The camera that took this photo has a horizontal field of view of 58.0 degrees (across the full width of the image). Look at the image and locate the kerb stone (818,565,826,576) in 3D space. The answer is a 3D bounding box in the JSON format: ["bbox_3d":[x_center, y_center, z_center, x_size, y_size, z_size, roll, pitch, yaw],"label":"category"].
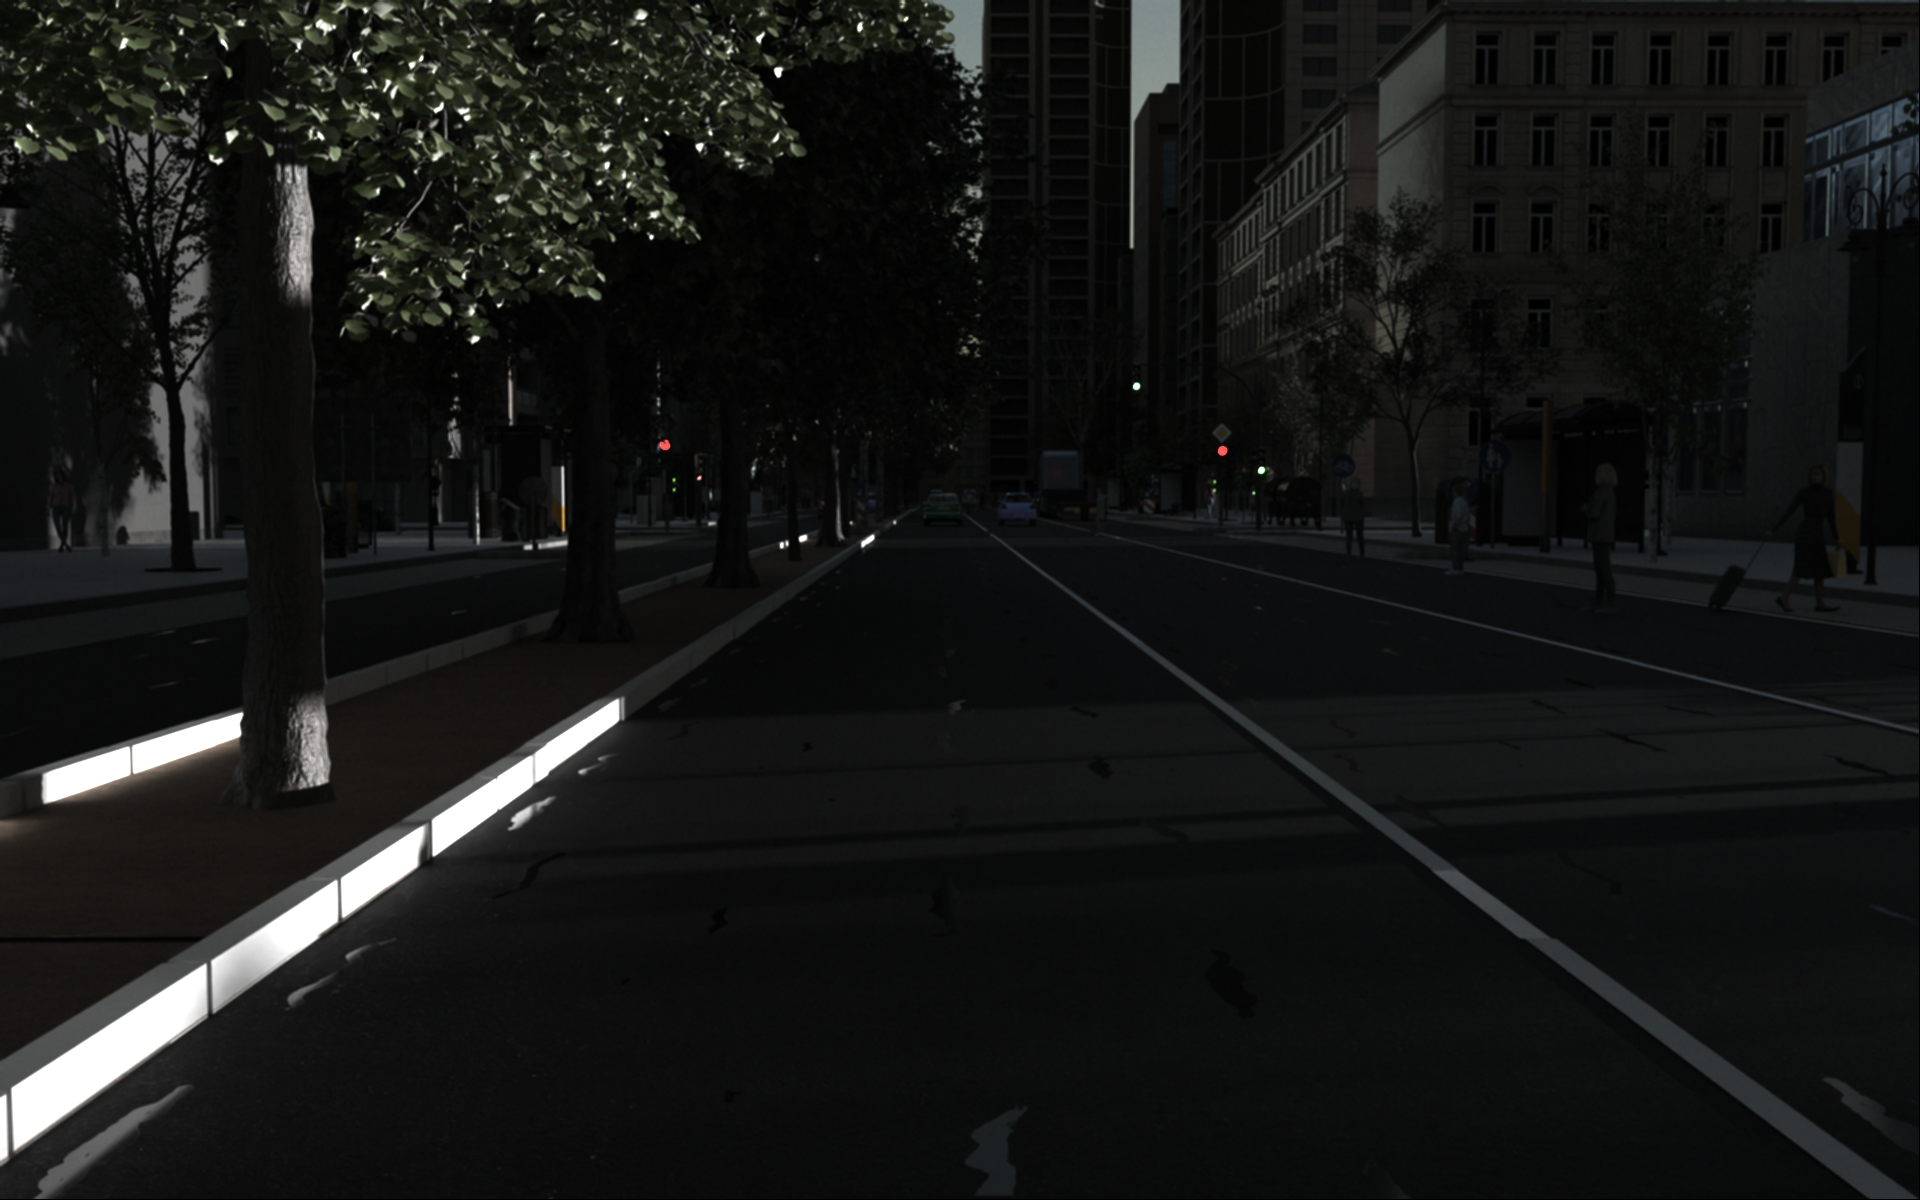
[{"bbox_3d":[-2.455,-0.467,29.880,0.120,0.150,1.000,0,4,-1],"label":"kerb stone"}]

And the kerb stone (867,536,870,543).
[{"bbox_3d":[-2.715,-1.661,49.348,0.120,0.150,1.000,0,4,-1],"label":"kerb stone"}]

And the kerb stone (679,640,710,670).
[{"bbox_3d":[-2.244,0.471,14.502,0.120,0.150,1.000,0,4,-1],"label":"kerb stone"}]

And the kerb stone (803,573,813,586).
[{"bbox_3d":[-2.413,-0.281,26.813,0.120,0.150,1.000,0,4,-1],"label":"kerb stone"}]

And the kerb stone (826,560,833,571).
[{"bbox_3d":[-2.481,-0.596,31.935,0.120,0.150,1.000,0,4,-1],"label":"kerb stone"}]

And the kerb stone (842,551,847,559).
[{"bbox_3d":[-2.552,-0.909,37.062,0.120,0.150,1.000,0,4,-1],"label":"kerb stone"}]

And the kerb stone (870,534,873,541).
[{"bbox_3d":[-2.743,-1.786,51.395,0.120,0.150,1.000,0,4,-1],"label":"kerb stone"}]

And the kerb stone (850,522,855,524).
[{"bbox_3d":[-5.316,-3.949,86.757,0.120,0.150,1.000,0,4,-1],"label":"kerb stone"}]

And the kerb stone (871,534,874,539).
[{"bbox_3d":[-2.754,-1.848,52.417,0.120,0.150,1.000,0,4,-1],"label":"kerb stone"}]

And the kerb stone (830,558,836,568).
[{"bbox_3d":[-2.497,-0.659,32.963,0.120,0.150,1.000,0,4,-1],"label":"kerb stone"}]

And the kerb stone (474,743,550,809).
[{"bbox_3d":[-2.160,0.847,8.351,0.120,0.150,1.000,0,4,-1],"label":"kerb stone"}]

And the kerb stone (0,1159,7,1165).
[{"bbox_3d":[-2.099,1.165,3.219,0.120,0.150,1.000,0,4,-1],"label":"kerb stone"}]

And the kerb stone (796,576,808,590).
[{"bbox_3d":[-2.404,-0.220,25.785,0.120,0.150,1.000,0,4,-1],"label":"kerb stone"}]

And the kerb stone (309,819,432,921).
[{"bbox_3d":[-2.137,0.976,6.300,0.120,0.150,1.000,0,4,-1],"label":"kerb stone"}]

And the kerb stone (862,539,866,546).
[{"bbox_3d":[-2.672,-1.473,46.278,0.120,0.150,1.000,0,4,-1],"label":"kerb stone"}]

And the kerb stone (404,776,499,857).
[{"bbox_3d":[-2.148,0.912,7.329,0.120,0.150,1.000,0,4,-1],"label":"kerb stone"}]

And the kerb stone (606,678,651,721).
[{"bbox_3d":[-2.201,0.660,11.429,0.120,0.150,1.000,0,4,-1],"label":"kerb stone"}]

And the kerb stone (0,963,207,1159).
[{"bbox_3d":[-2.114,1.098,4.241,0.120,0.150,1.000,0,4,-1],"label":"kerb stone"}]

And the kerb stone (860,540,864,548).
[{"bbox_3d":[-2.658,-1.410,45.251,0.120,0.150,1.000,0,4,-1],"label":"kerb stone"}]

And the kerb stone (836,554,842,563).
[{"bbox_3d":[-2.523,-0.784,35.009,0.120,0.150,1.000,0,4,-1],"label":"kerb stone"}]

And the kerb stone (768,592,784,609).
[{"bbox_3d":[-2.343,0.032,21.680,0.120,0.150,1.000,0,4,-1],"label":"kerb stone"}]

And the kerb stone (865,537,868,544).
[{"bbox_3d":[-2.710,-1.597,48.325,0.120,0.150,1.000,0,4,-1],"label":"kerb stone"}]

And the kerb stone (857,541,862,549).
[{"bbox_3d":[-2.651,-1.348,44.227,0.120,0.150,1.000,0,4,-1],"label":"kerb stone"}]

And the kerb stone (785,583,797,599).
[{"bbox_3d":[-2.368,-0.094,23.735,0.120,0.150,1.000,0,4,-1],"label":"kerb stone"}]

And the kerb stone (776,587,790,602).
[{"bbox_3d":[-2.364,-0.031,22.707,0.120,0.150,1.000,0,4,-1],"label":"kerb stone"}]

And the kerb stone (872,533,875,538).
[{"bbox_3d":[-2.775,-1.911,53.440,0.120,0.150,1.000,0,4,-1],"label":"kerb stone"}]

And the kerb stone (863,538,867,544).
[{"bbox_3d":[-2.687,-1.535,47.300,0.120,0.150,1.000,0,4,-1],"label":"kerb stone"}]

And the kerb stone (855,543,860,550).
[{"bbox_3d":[-2.635,-1.282,43.202,0.120,0.150,1.000,0,4,-1],"label":"kerb stone"}]

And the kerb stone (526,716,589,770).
[{"bbox_3d":[-2.184,0.784,9.382,0.120,0.150,1.000,0,4,-1],"label":"kerb stone"}]

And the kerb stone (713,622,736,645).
[{"bbox_3d":[-2.283,0.345,16.557,0.120,0.150,1.000,0,4,-1],"label":"kerb stone"}]

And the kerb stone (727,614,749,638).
[{"bbox_3d":[-2.285,0.282,17.579,0.120,0.150,1.000,0,4,-1],"label":"kerb stone"}]

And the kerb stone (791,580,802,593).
[{"bbox_3d":[-2.390,-0.157,24.757,0.120,0.150,1.000,0,4,-1],"label":"kerb stone"}]

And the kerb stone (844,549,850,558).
[{"bbox_3d":[-2.564,-0.972,38.083,0.120,0.150,1.000,0,4,-1],"label":"kerb stone"}]

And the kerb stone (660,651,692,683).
[{"bbox_3d":[-2.233,0.535,13.473,0.120,0.150,1.000,0,4,-1],"label":"kerb stone"}]

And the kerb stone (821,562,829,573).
[{"bbox_3d":[-2.466,-0.532,30.913,0.120,0.150,1.000,0,4,-1],"label":"kerb stone"}]

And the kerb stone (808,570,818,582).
[{"bbox_3d":[-2.420,-0.345,27.835,0.120,0.150,1.000,0,4,-1],"label":"kerb stone"}]

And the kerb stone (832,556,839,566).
[{"bbox_3d":[-2.503,-0.715,33.987,0.120,0.150,1.000,0,4,-1],"label":"kerb stone"}]

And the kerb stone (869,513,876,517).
[{"bbox_3d":[-5.665,-5.515,112.389,0.120,0.150,1.000,0,4,-1],"label":"kerb stone"}]

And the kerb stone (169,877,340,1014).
[{"bbox_3d":[-2.125,1.036,5.263,0.120,0.150,1.000,0,4,-1],"label":"kerb stone"}]

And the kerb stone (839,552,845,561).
[{"bbox_3d":[-2.533,-0.847,36.040,0.120,0.150,1.000,0,4,-1],"label":"kerb stone"}]

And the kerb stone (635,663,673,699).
[{"bbox_3d":[-2.217,0.596,12.451,0.120,0.150,1.000,0,4,-1],"label":"kerb stone"}]

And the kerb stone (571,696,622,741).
[{"bbox_3d":[-2.199,0.723,10.407,0.120,0.150,1.000,0,4,-1],"label":"kerb stone"}]

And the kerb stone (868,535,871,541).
[{"bbox_3d":[-2.732,-1.723,50.371,0.120,0.150,1.000,0,4,-1],"label":"kerb stone"}]

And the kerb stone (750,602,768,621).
[{"bbox_3d":[-2.318,0.157,19.626,0.120,0.150,1.000,0,4,-1],"label":"kerb stone"}]

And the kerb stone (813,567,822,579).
[{"bbox_3d":[-2.439,-0.407,28.857,0.120,0.150,1.000,0,4,-1],"label":"kerb stone"}]

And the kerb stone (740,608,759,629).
[{"bbox_3d":[-2.301,0.220,18.601,0.120,0.150,1.000,0,4,-1],"label":"kerb stone"}]

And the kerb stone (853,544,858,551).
[{"bbox_3d":[-2.629,-1.222,42.180,0.120,0.150,1.000,0,4,-1],"label":"kerb stone"}]

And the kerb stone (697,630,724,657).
[{"bbox_3d":[-2.264,0.410,15.525,0.120,0.150,1.000,0,4,-1],"label":"kerb stone"}]

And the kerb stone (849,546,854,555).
[{"bbox_3d":[-2.592,-1.096,40.134,0.120,0.150,1.000,0,4,-1],"label":"kerb stone"}]

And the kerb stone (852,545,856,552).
[{"bbox_3d":[-2.606,-1.160,41.158,0.120,0.150,1.000,0,4,-1],"label":"kerb stone"}]

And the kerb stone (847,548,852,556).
[{"bbox_3d":[-2.580,-1.034,39.105,0.120,0.150,1.000,0,4,-1],"label":"kerb stone"}]

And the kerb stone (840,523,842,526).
[{"bbox_3d":[-5.198,-3.383,77.532,0.120,0.150,1.000,0,4,-1],"label":"kerb stone"}]

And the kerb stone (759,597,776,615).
[{"bbox_3d":[-2.336,0.095,20.648,0.120,0.150,1.000,0,4,-1],"label":"kerb stone"}]
